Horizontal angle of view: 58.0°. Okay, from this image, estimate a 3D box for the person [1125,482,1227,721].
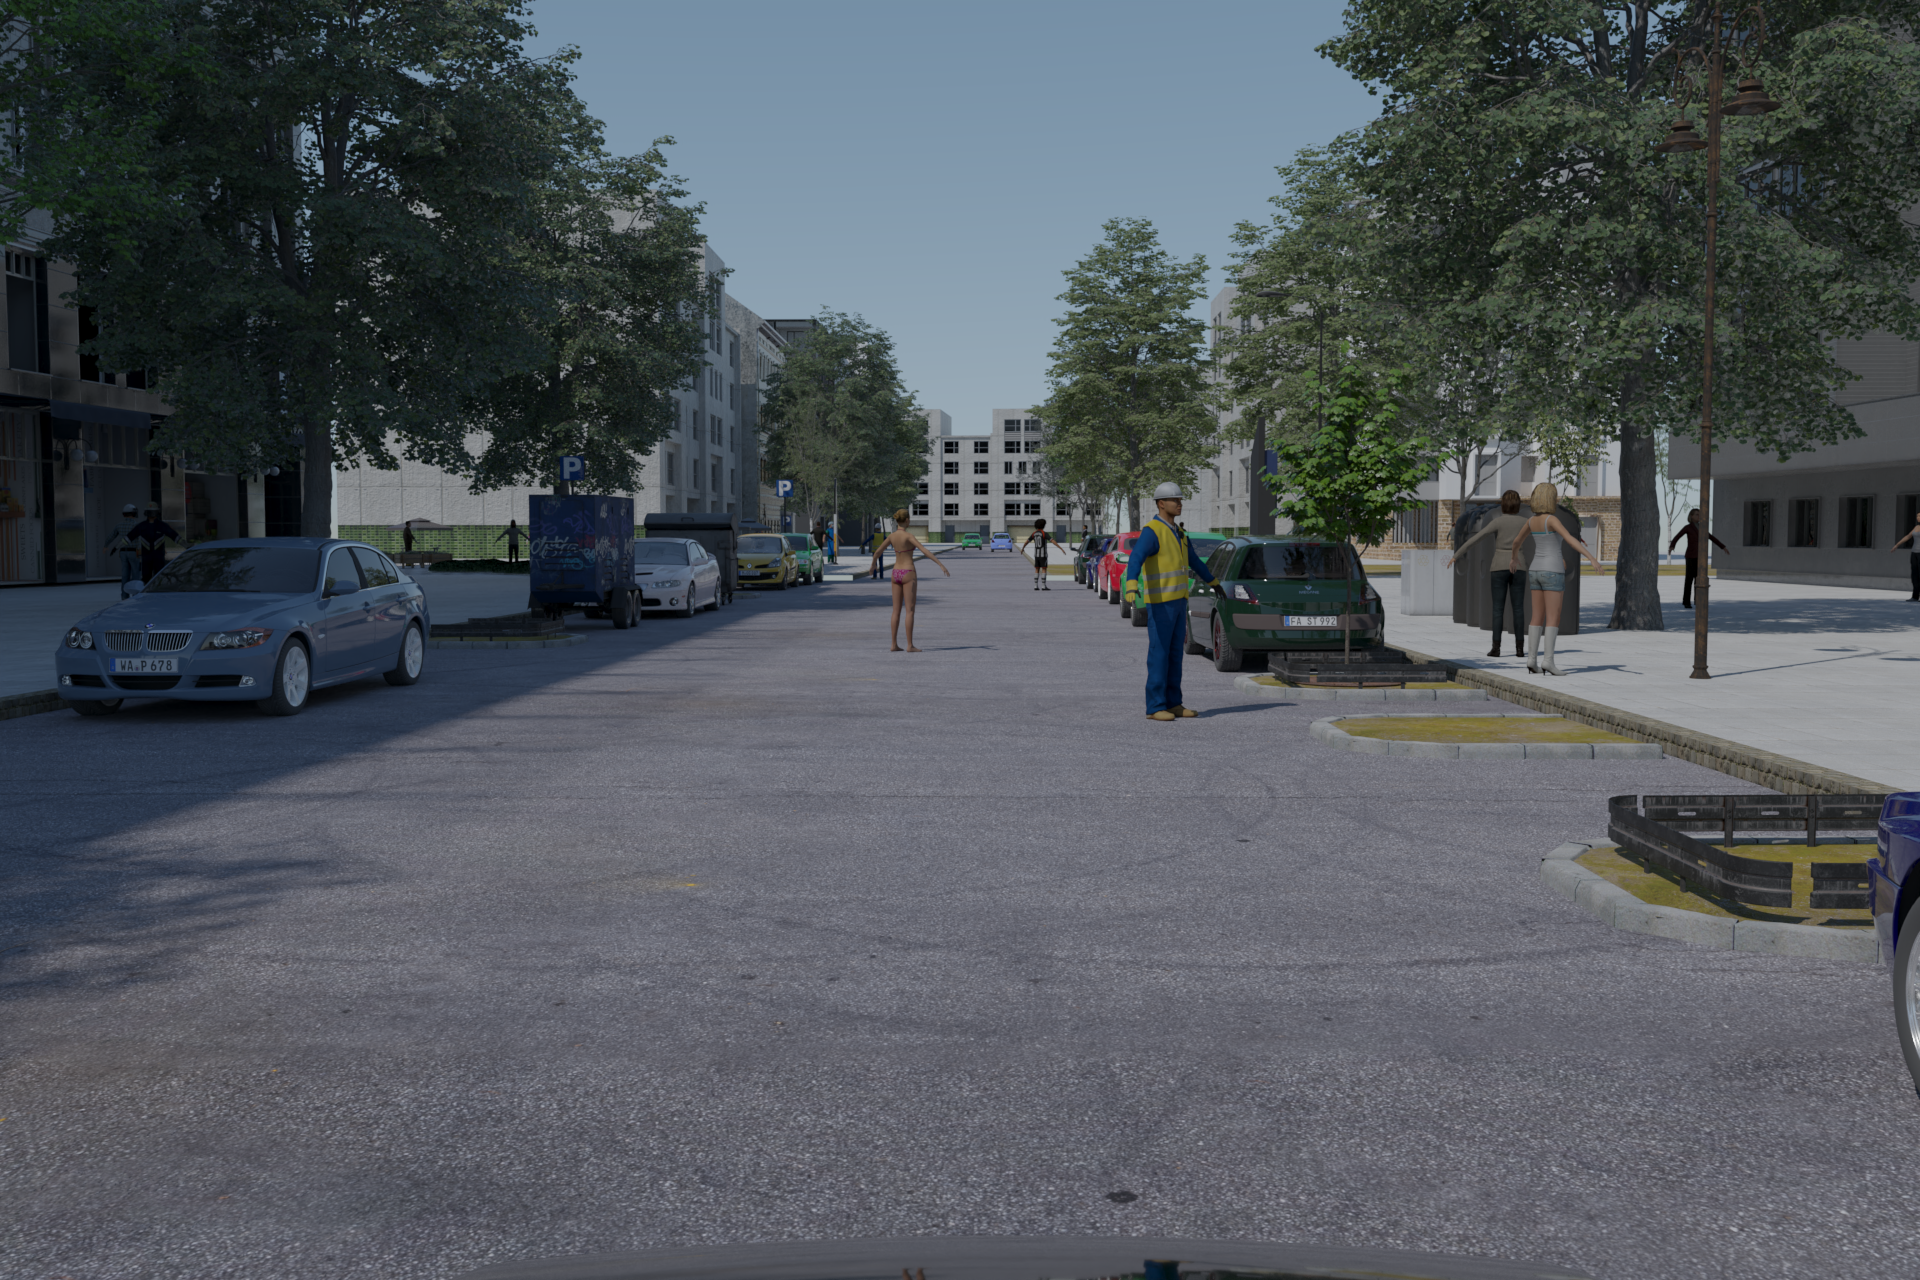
[{"bbox_3d":[1.629,-0.305,13.420,0.705,1.833,1.349,3,5,39],"label":"person"}]

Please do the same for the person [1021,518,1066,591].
[{"bbox_3d":[2.066,-2.157,43.867,1.345,1.843,0.704,3,4,36],"label":"person"}]

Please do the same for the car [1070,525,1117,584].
[{"bbox_3d":[4.257,-2.509,50.812,2.009,1.686,4.222,0,4,1],"label":"car"}]

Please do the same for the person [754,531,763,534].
[{"bbox_3d":[-10.427,-5.100,89.161,0.705,1.856,1.354,-3,5,-40],"label":"person"}]

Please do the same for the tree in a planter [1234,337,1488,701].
[{"bbox_3d":[3.560,-1.136,15.802,1.991,3.239,1.994,0,4,1],"label":"tree in a planter"}]

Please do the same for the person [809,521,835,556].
[{"bbox_3d":[-5.829,-3.993,71.510,1.346,1.802,0.704,1,4,12],"label":"person"}]

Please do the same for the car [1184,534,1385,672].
[{"bbox_3d":[3.521,-0.587,19.384,2.009,1.686,4.222,0,4,0],"label":"car"}]

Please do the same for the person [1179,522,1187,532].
[{"bbox_3d":[9.515,-4.161,74.218,1.347,1.806,0.705,3,5,42],"label":"person"}]

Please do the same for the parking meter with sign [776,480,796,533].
[{"bbox_3d":[-5.604,-3.689,56.584,0.543,3.016,1.738,0,4,2],"label":"parking meter with sign"}]

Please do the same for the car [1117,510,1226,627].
[{"bbox_3d":[3.576,-1.181,28.102,1.959,1.807,4.718,0,4,1],"label":"car"}]

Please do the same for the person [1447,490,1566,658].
[{"bbox_3d":[5.719,-0.694,18.100,1.215,1.744,0.721,0,4,5],"label":"person"}]

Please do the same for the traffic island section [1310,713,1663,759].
[{"bbox_3d":[3.493,0.663,12.018,1.991,0.108,1.994,0,4,1],"label":"traffic island section"}]

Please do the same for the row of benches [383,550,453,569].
[{"bbox_3d":[-20.721,-3.018,64.799,1.422,0.672,4.104,2,4,29],"label":"row of benches"}]

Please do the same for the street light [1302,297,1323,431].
[{"bbox_3d":[7.440,-3.709,33.188,1.470,5.913,1.316,0,4,1],"label":"street light"}]

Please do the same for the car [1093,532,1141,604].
[{"bbox_3d":[3.925,-1.695,36.747,2.155,1.783,4.494,0,4,0],"label":"car"}]

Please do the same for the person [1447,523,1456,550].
[{"bbox_3d":[22.272,-4.390,78.040,0.705,1.796,1.348,-1,4,-18],"label":"person"}]

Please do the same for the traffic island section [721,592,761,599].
[{"bbox_3d":[-5.521,-0.982,38.920,1.991,0.108,1.994,0,4,1],"label":"traffic island section"}]

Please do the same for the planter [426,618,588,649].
[{"bbox_3d":[-5.947,-0.087,22.569,1.991,0.319,1.994,0,4,1],"label":"planter"}]

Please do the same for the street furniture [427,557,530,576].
[{"bbox_3d":[-12.857,-2.464,55.916,5.734,0.657,10.072,-3,4,-38],"label":"street furniture"}]

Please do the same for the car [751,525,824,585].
[{"bbox_3d":[-4.966,-2.508,49.795,1.959,1.807,4.718,0,4,1],"label":"car"}]

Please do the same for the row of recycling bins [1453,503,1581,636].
[{"bbox_3d":[7.468,-1.002,23.498,1.069,1.692,3.534,0,4,2],"label":"row of recycling bins"}]

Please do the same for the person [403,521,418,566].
[{"bbox_3d":[-21.883,-3.833,68.807,0.704,1.812,1.346,-3,4,-37],"label":"person"}]

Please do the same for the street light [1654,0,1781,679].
[{"bbox_3d":[6.575,-2.594,15.206,0.468,5.910,1.993,0,4,1],"label":"street light"}]

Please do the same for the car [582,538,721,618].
[{"bbox_3d":[-5.467,-1.147,31.113,2.083,1.381,4.827,0,4,1],"label":"car"}]

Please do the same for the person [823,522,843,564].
[{"bbox_3d":[-5.537,-4.204,74.858,0.704,1.817,1.347,3,4,36],"label":"person"}]

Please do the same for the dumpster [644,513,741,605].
[{"bbox_3d":[-5.456,-1.653,35.239,1.865,1.857,1.264,0,4,1],"label":"dumpster"}]

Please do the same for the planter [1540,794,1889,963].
[{"bbox_3d":[3.387,0.880,6.760,1.991,0.319,1.994,0,4,1],"label":"planter"}]

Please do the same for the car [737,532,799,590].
[{"bbox_3d":[-5.236,-2.148,45.339,2.015,1.641,3.980,0,4,1],"label":"car"}]

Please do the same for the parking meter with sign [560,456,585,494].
[{"bbox_3d":[-8.623,-2.644,39.487,0.543,3.016,1.738,0,4,1],"label":"parking meter with sign"}]

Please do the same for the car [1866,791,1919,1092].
[{"bbox_3d":[3.175,0.592,2.904,1.945,1.354,3.894,0,4,2],"label":"car"}]

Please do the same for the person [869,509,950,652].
[{"bbox_3d":[-0.639,-0.725,21.108,1.217,1.733,0.721,3,4,36],"label":"person"}]

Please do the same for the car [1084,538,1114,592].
[{"bbox_3d":[4.152,-1.917,43.922,1.945,1.354,3.894,0,3,0],"label":"car"}]

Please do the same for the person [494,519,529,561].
[{"bbox_3d":[-16.054,-3.435,62.285,1.348,1.813,0.705,-1,4,-19],"label":"person"}]

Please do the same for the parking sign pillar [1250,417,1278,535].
[{"bbox_3d":[7.080,-3.183,40.517,1.447,3.967,1.447,0,4,1],"label":"parking sign pillar"}]

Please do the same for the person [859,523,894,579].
[{"bbox_3d":[-2.620,-2.813,54.911,1.216,1.772,0.721,-1,4,-20],"label":"person"}]

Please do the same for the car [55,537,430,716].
[{"bbox_3d":[-6.068,-0.194,15.179,2.014,1.417,4.499,0,4,1],"label":"car"}]

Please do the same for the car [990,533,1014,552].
[{"bbox_3d":[3.286,-7.754,136.366,1.945,1.707,3.694,0,4,2],"label":"car"}]

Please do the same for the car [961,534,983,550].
[{"bbox_3d":[1.078,-8.892,154.181,1.959,1.807,4.718,0,4,1],"label":"car"}]

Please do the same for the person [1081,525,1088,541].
[{"bbox_3d":[6.176,-4.886,86.610,0.721,1.740,1.216,1,4,10],"label":"person"}]

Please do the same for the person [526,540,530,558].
[{"bbox_3d":[-21.308,-4.716,86.369,0.599,1.433,0.991,2,4,24],"label":"person"}]

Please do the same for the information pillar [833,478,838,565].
[{"bbox_3d":[-5.228,-4.976,72.707,0.183,3.616,0.504,0,4,1],"label":"information pillar"}]
